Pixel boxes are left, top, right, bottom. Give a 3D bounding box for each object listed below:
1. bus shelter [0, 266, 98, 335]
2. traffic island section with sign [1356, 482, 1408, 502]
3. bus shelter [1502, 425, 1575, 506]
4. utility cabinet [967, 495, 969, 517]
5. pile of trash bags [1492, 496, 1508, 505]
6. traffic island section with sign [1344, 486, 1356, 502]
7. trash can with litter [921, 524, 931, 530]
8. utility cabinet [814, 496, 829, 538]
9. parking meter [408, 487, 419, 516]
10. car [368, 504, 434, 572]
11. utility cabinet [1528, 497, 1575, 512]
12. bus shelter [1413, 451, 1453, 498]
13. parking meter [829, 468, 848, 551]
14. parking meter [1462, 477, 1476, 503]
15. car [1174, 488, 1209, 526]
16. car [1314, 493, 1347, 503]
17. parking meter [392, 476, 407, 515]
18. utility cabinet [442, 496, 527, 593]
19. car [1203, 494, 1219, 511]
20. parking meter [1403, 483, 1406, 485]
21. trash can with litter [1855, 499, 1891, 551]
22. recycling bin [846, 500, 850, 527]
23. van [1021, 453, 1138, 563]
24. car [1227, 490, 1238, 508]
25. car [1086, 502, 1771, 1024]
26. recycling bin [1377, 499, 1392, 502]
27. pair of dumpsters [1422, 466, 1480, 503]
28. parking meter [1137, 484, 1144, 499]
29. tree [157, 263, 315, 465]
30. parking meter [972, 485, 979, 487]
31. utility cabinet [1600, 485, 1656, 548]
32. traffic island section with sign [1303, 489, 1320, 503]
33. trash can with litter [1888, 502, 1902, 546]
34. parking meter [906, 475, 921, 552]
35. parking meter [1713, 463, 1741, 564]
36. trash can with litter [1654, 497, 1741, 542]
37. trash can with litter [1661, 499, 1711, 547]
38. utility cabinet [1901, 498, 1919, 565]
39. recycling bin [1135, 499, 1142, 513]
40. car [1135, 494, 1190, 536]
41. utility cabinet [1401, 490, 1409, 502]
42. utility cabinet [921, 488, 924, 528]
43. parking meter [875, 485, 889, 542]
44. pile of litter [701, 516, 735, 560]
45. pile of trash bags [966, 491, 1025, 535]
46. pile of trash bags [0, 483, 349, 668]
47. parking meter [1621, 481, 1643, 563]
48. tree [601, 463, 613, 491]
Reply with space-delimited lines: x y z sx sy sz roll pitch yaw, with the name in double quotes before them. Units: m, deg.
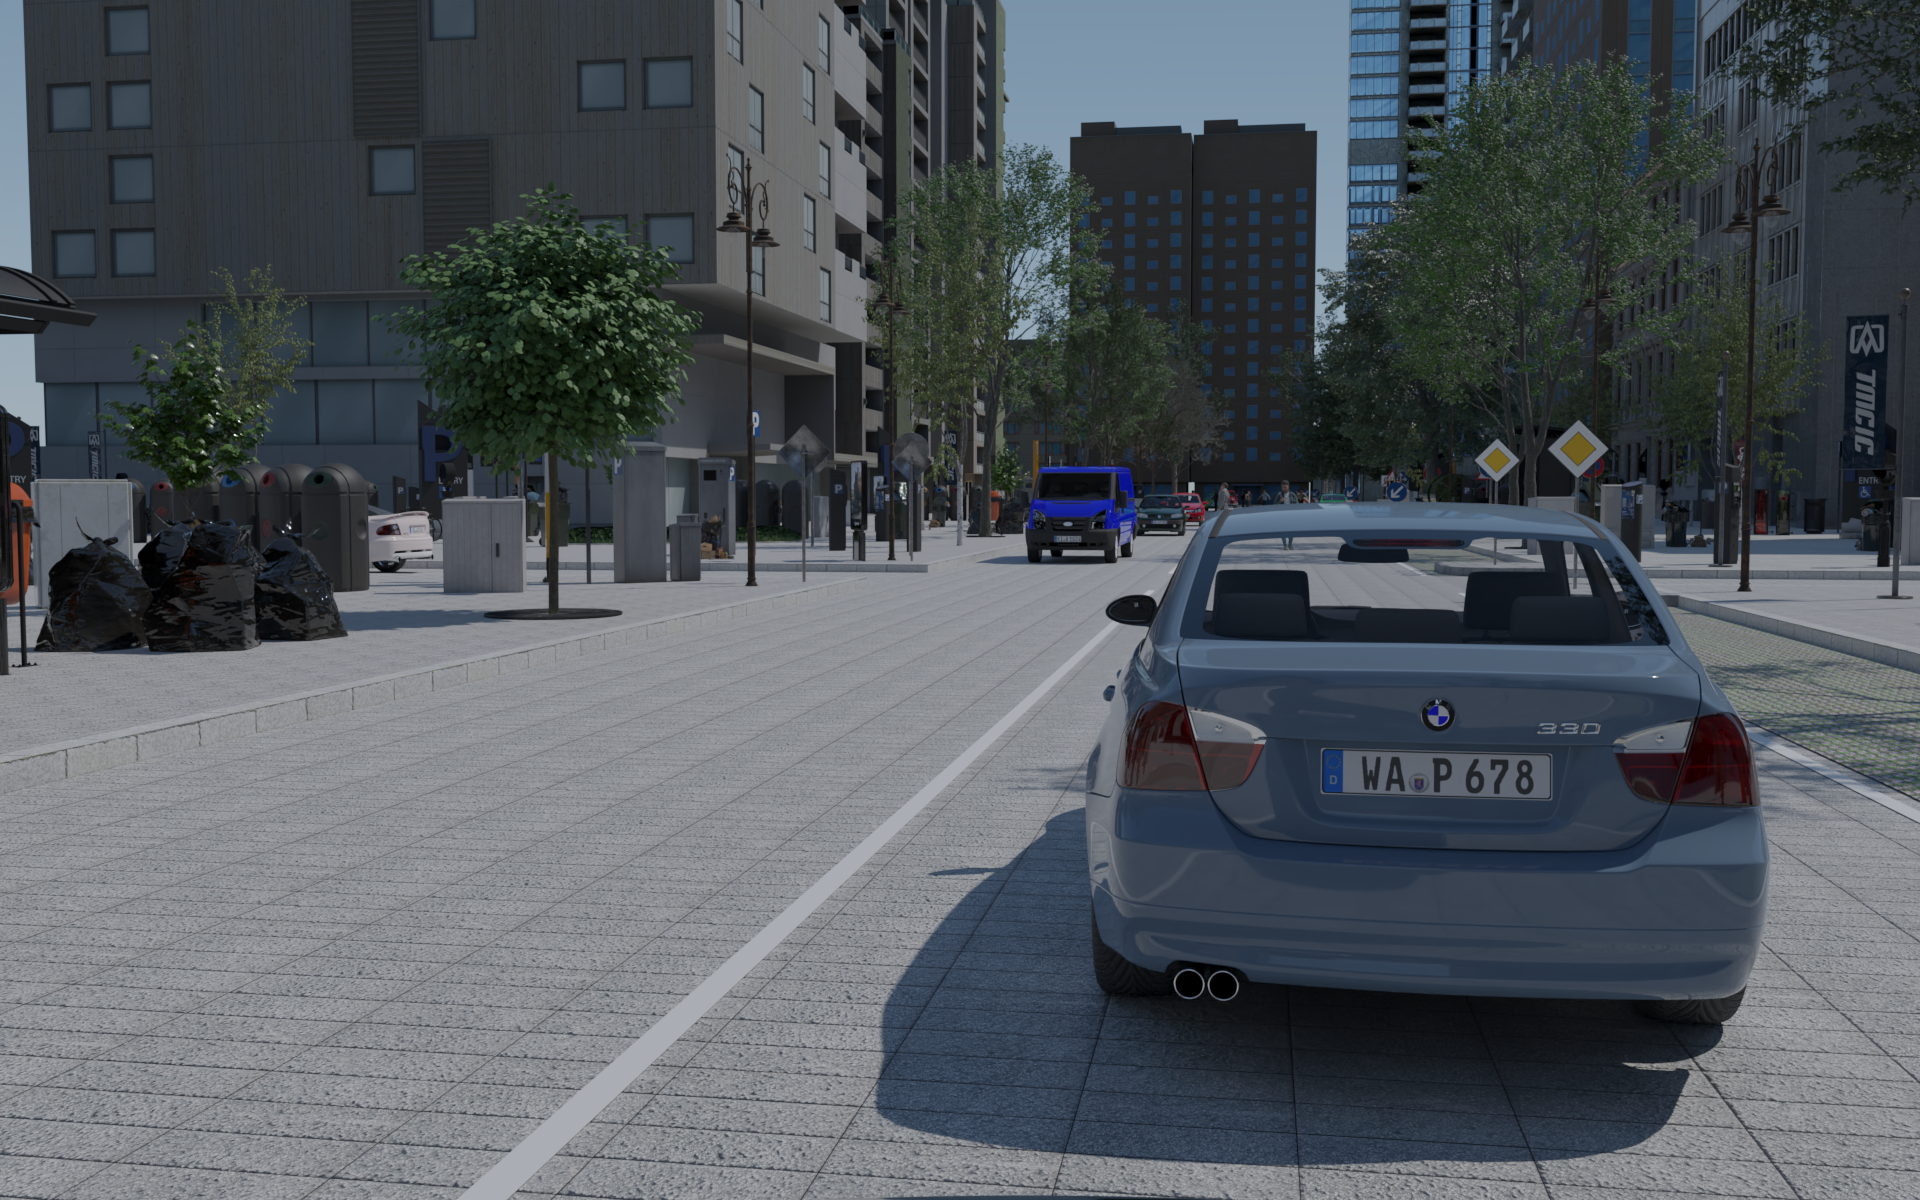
"bus shelter" -9.065 -1.153 12.781 2.014 3.302 5.546 1 4 10
"traffic island section with sign" 13.949 -2.897 55.993 1.989 1.847 2.006 1 4 10
"bus shelter" 20.391 -4.267 61.053 1.731 3.624 6.357 1 4 10
"utility cabinet" 0.042 -5.125 94.955 0.306 1.237 1.020 3 4 39
"pile of trash bags" 21.762 -3.606 68.711 3.447 1.369 1.912 0 4 -6
"traffic island section with sign" 18.537 -4.537 82.810 1.989 1.847 2.006 1 4 10
"trash can with litter" -1.495 -3.125 62.156 1.678 1.210 2.233 0 4 2
"utility cabinet" -4.132 -2.465 51.459 0.306 1.237 1.020 1 4 15
"parking meter" -18.366 -3.052 58.306 0.372 1.533 0.369 0 3 0
"car" -12.016 -1.168 31.467 4.827 1.381 2.083 1 4 11
"utility cabinet" 12.519 -1.563 36.715 1.020 1.237 0.306 -1 4 -23
"bus shelter" 25.850 -6.336 94.873 1.731 3.624 6.357 1 4 10
"parking meter" -2.755 -2.045 39.146 0.399 1.863 0.255 -1 4 -15
"parking meter" 17.107 -3.215 58.269 0.399 1.863 0.255 3 4 36
"car" 10.159 -4.239 78.344 2.155 1.783 4.494 1 4 9
"car" 20.326 -5.235 94.388 1.959 1.807 4.718 1 4 10
"parking meter" -17.954 -3.047 55.534 0.399 1.863 0.255 -2 4 -35
"utility cabinet" -6.204 -0.699 22.598 1.020 1.237 0.306 0 4 -4
"car" 21.649 -8.440 146.795 1.959 1.807 4.718 1 4 11
"parking meter" 23.580 -5.313 92.579 0.255 1.863 0.399 -3 4 -36
"trash can with litter" 20.464 -1.691 39.037 0.624 1.170 1.055 0 4 7
"recycling bin" -4.419 -3.436 68.733 0.722 1.027 0.722 0 4 7
"van" 2.684 -2.040 37.744 2.240 2.365 5.245 1 4 11
"car" 27.689 -10.448 179.498 2.281 1.827 5.304 1 4 12
"car" 1.469 0.362 6.092 2.014 1.417 4.499 1 4 10
"recycling bin" 20.690 -4.370 84.000 0.722 1.027 0.722 2 4 33
"pair of dumpsters" 17.367 -3.594 61.258 1.574 2.255 4.437 1 4 10
"parking meter" 10.505 -5.819 100.845 0.399 1.863 0.255 1 4 10
"tree" -22.571 -6.372 54.537 4.737 8.622 4.395 0 3 0
"parking meter" 0.970 -6.188 106.890 0.399 1.863 0.255 2 4 29
"utility cabinet" 15.690 -1.958 40.693 1.173 1.500 0.318 0 4 0
"traffic island section with sign" 27.060 -7.578 132.524 1.989 1.847 2.006 1 4 10
"trash can with litter" 22.387 -1.799 40.795 1.055 1.170 0.624 -3 5 -43
"parking meter" -1.022 -2.003 38.459 0.255 1.863 0.399 1 4 15
"parking meter" 14.049 -1.590 31.706 0.255 1.863 0.399 -2 4 -32
"trash can with litter" 19.980 -2.196 46.956 2.233 1.210 1.678 3 4 39
"trash can with litter" 17.560 -1.866 41.890 1.055 1.170 0.624 0 4 5
"utility cabinet" 17.604 -1.233 31.317 1.020 1.237 0.306 0 4 -1
"recycling bin" 10.008 -5.197 97.525 0.722 1.027 0.722 0 4 8
"car" 7.023 -3.103 60.513 2.009 1.686 4.222 1 4 8
"utility cabinet" 22.951 -4.950 89.618 0.318 1.500 1.173 2 4 30
"utility cabinet" -1.803 -3.392 64.135 0.318 1.500 1.173 -3 4 -37
"parking meter" -2.087 -2.338 46.636 0.372 1.533 0.369 0 3 0
"pile of litter" -5.135 -1.256 34.501 1.176 0.858 1.719 -2 4 -24
"pile of trash bags" 1.112 -2.784 55.275 1.912 1.369 3.447 0 4 2
"pile of trash bags" -6.778 -0.276 14.263 1.912 1.369 3.447 1 4 17
"parking meter" 12.606 -1.474 32.513 0.372 1.533 0.369 0 3 0
"tree" -11.560 -3.960 59.348 1.663 3.219 1.824 0 3 0
